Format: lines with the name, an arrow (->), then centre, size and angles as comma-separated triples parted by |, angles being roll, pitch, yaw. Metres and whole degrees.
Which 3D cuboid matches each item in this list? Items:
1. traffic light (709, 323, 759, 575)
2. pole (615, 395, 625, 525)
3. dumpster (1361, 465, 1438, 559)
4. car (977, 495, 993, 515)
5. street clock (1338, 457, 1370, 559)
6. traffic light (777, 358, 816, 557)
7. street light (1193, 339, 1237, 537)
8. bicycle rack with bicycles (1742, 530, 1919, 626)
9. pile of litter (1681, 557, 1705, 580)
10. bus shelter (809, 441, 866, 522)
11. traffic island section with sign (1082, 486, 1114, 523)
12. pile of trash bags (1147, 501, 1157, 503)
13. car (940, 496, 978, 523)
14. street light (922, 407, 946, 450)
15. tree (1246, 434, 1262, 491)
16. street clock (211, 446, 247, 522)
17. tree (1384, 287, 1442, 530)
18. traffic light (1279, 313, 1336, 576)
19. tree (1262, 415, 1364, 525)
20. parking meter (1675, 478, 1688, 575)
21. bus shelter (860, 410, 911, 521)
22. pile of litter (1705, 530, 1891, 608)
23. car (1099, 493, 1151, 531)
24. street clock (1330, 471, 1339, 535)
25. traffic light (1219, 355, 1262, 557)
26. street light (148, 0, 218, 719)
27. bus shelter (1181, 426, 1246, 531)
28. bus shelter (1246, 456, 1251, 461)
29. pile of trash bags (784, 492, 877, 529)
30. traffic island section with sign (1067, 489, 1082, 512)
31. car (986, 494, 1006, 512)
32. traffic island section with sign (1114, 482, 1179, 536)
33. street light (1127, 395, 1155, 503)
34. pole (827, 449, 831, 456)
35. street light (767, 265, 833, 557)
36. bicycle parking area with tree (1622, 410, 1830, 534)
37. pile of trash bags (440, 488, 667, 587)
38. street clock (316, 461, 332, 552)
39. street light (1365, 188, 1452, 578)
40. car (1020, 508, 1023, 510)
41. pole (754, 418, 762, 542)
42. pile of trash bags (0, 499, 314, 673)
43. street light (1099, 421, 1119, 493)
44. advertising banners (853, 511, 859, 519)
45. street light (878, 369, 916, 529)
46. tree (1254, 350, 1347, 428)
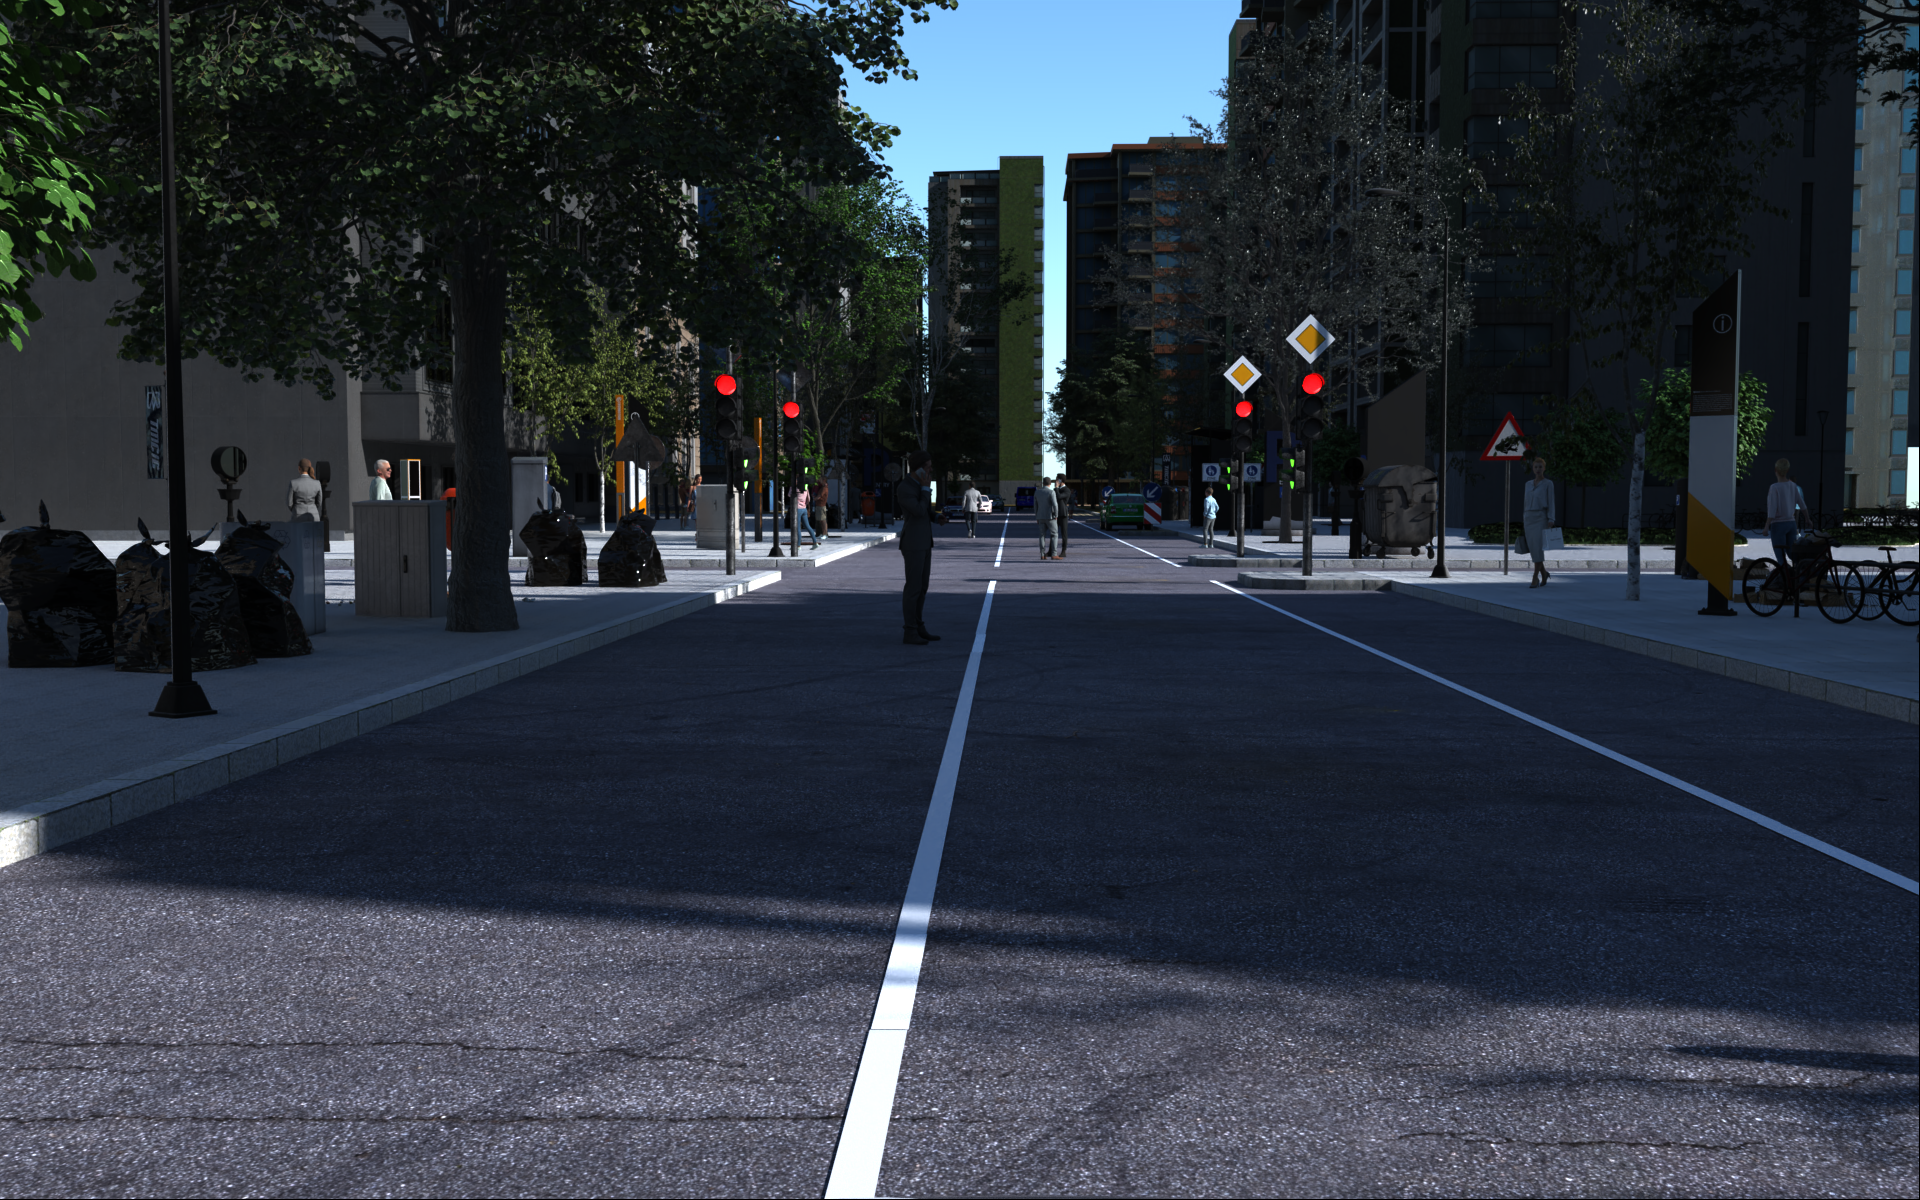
traffic light -> -3.620, -2.352, 27.371 | 0.839, 4.253, 0.868 | 0, 4, 2
pole -> -7.003, -2.560, 35.702 | 0.158, 3.312, 0.155 | 0, 3, 0
dumpster -> 8.838, -1.776, 34.798 | 1.264, 1.857, 1.865 | 0, 4, 2
car -> 1.293, -6.740, 122.565 | 2.083, 1.381, 4.827 | 0, 4, 2
street clock -> 7.824, -1.813, 34.206 | 0.358, 2.002, 0.471 | -3, 5, -44
traffic light -> -3.375, -2.840, 35.352 | 0.839, 4.253, 0.868 | 0, 4, 2
street light -> 7.690, -4.868, 52.135 | 1.470, 5.913, 1.316 | 0, 4, 2
bicycle rack with bicycles -> 9.664, -0.230, 17.146 | 2.852, 0.926, 2.925 | -1, 4, -12
pile of litter -> 11.706, -0.751, 26.251 | 1.719, 0.858, 1.176 | 0, 4, -5
bus shelter -> -4.990, -4.617, 69.416 | 2.014, 3.302, 5.546 | 0, 4, 2
traffic island section with sign -> 7.321, -4.802, 87.142 | 1.989, 1.847, 2.006 | 0, 4, 2
pile of trash bags -> 10.823, -5.518, 99.979 | 1.912, 1.369, 3.447 | 3, 5, 45
car -> -0.016, -4.529, 86.634 | 1.945, 1.354, 3.894 | 0, 4, 2
street light -> -1.472, -7.366, 92.975 | 1.470, 5.913, 1.316 | 0, 4, 2
tree -> 15.877, -6.531, 90.495 | 4.285, 4.588, 4.351 | 0, 3, 0
street clock -> -11.080, -1.329, 26.299 | 0.358, 2.002, 0.471 | 2, 4, 30
tree -> 16.905, -6.767, 61.011 | 4.360, 8.622, 3.978 | 0, 3, 0
traffic light -> 5.437, -2.336, 27.110 | 0.839, 4.253, 0.868 | 0, 4, 2
tree -> 15.657, -5.388, 71.813 | 4.285, 4.588, 4.351 | 0, 3, 0
parking meter -> 11.531, -1.162, 27.414 | 0.372, 1.533, 0.369 | 0, 3, 0
bus shelter -> -3.608, -6.586, 85.318 | 2.179, 5.291, 8.768 | 0, 4, 2
pile of litter -> 9.831, -0.380, 20.174 | 1.176, 0.858, 1.719 | -1, 4, -23
car -> 6.548, -3.665, 68.722 | 1.959, 1.807, 4.718 | 0, 4, 0
street clock -> 11.632, -3.002, 53.646 | 0.358, 2.002, 0.471 | 0, 4, -2
traffic light -> 5.682, -2.824, 35.092 | 0.839, 4.253, 0.868 | 0, 4, 2
street light -> -3.977, -2.283, 9.868 | 1.470, 5.913, 1.316 | 0, 4, 2
bus shelter -> 9.205, -4.381, 62.907 | 1.731, 3.624, 6.357 | 0, 4, 2
bus shelter -> 11.961, -5.241, 79.617 | 2.014, 3.302, 5.546 | 0, 4, 2
pile of trash bags -> -4.768, -3.358, 64.653 | 3.447, 1.369, 1.912 | -1, 4, -23
traffic island section with sign -> 8.844, -7.850, 136.983 | 1.989, 1.847, 2.006 | 0, 4, 2
car -> 2.713, -7.989, 142.410 | 2.131, 1.459, 4.920 | 0, 4, 2
traffic island section with sign -> 6.486, -3.137, 59.925 | 1.989, 1.847, 2.006 | 0, 4, 2
street light -> 8.509, -6.634, 81.005 | 1.470, 5.913, 1.316 | 0, 4, 2
pole -> -5.547, -4.876, 73.569 | 0.158, 3.312, 0.155 | 0, 3, 0
street light -> -3.222, -3.835, 35.239 | 1.470, 5.913, 1.316 | 0, 4, 2
bicycle parking area with tree -> 27.366, -4.361, 58.305 | 8.231, 4.147, 9.016 | -1, 4, -13
pile of trash bags -> -5.860, -0.921, 24.809 | 3.447, 1.369, 1.912 | 1, 4, 11
street clock -> -14.076, -2.065, 38.325 | 0.358, 2.002, 0.471 | -2, 4, -31
street light -> 6.847, -3.298, 26.467 | 1.470, 5.913, 1.316 | 0, 4, 2
car -> 6.495, -9.106, 160.680 | 2.131, 1.459, 4.920 | 0, 4, 3
pole -> -5.405, -3.212, 46.367 | 0.158, 3.312, 0.155 | 0, 3, 0
pile of trash bags -> -6.834, -0.237, 13.635 | 3.447, 1.369, 1.912 | 1, 4, 20
street light -> 9.494, -8.399, 109.870 | 1.470, 5.913, 1.316 | 0, 4, 2
advertising banners -> -4.763, -5.764, 90.424 | 2.074, 3.025, 0.090 | -1, 4, -21
street light -> -2.337, -5.600, 64.107 | 1.470, 5.913, 1.316 | 0, 4, 2
tree -> 16.375, -8.132, 83.319 | 4.360, 8.622, 3.978 | 0, 3, 0
